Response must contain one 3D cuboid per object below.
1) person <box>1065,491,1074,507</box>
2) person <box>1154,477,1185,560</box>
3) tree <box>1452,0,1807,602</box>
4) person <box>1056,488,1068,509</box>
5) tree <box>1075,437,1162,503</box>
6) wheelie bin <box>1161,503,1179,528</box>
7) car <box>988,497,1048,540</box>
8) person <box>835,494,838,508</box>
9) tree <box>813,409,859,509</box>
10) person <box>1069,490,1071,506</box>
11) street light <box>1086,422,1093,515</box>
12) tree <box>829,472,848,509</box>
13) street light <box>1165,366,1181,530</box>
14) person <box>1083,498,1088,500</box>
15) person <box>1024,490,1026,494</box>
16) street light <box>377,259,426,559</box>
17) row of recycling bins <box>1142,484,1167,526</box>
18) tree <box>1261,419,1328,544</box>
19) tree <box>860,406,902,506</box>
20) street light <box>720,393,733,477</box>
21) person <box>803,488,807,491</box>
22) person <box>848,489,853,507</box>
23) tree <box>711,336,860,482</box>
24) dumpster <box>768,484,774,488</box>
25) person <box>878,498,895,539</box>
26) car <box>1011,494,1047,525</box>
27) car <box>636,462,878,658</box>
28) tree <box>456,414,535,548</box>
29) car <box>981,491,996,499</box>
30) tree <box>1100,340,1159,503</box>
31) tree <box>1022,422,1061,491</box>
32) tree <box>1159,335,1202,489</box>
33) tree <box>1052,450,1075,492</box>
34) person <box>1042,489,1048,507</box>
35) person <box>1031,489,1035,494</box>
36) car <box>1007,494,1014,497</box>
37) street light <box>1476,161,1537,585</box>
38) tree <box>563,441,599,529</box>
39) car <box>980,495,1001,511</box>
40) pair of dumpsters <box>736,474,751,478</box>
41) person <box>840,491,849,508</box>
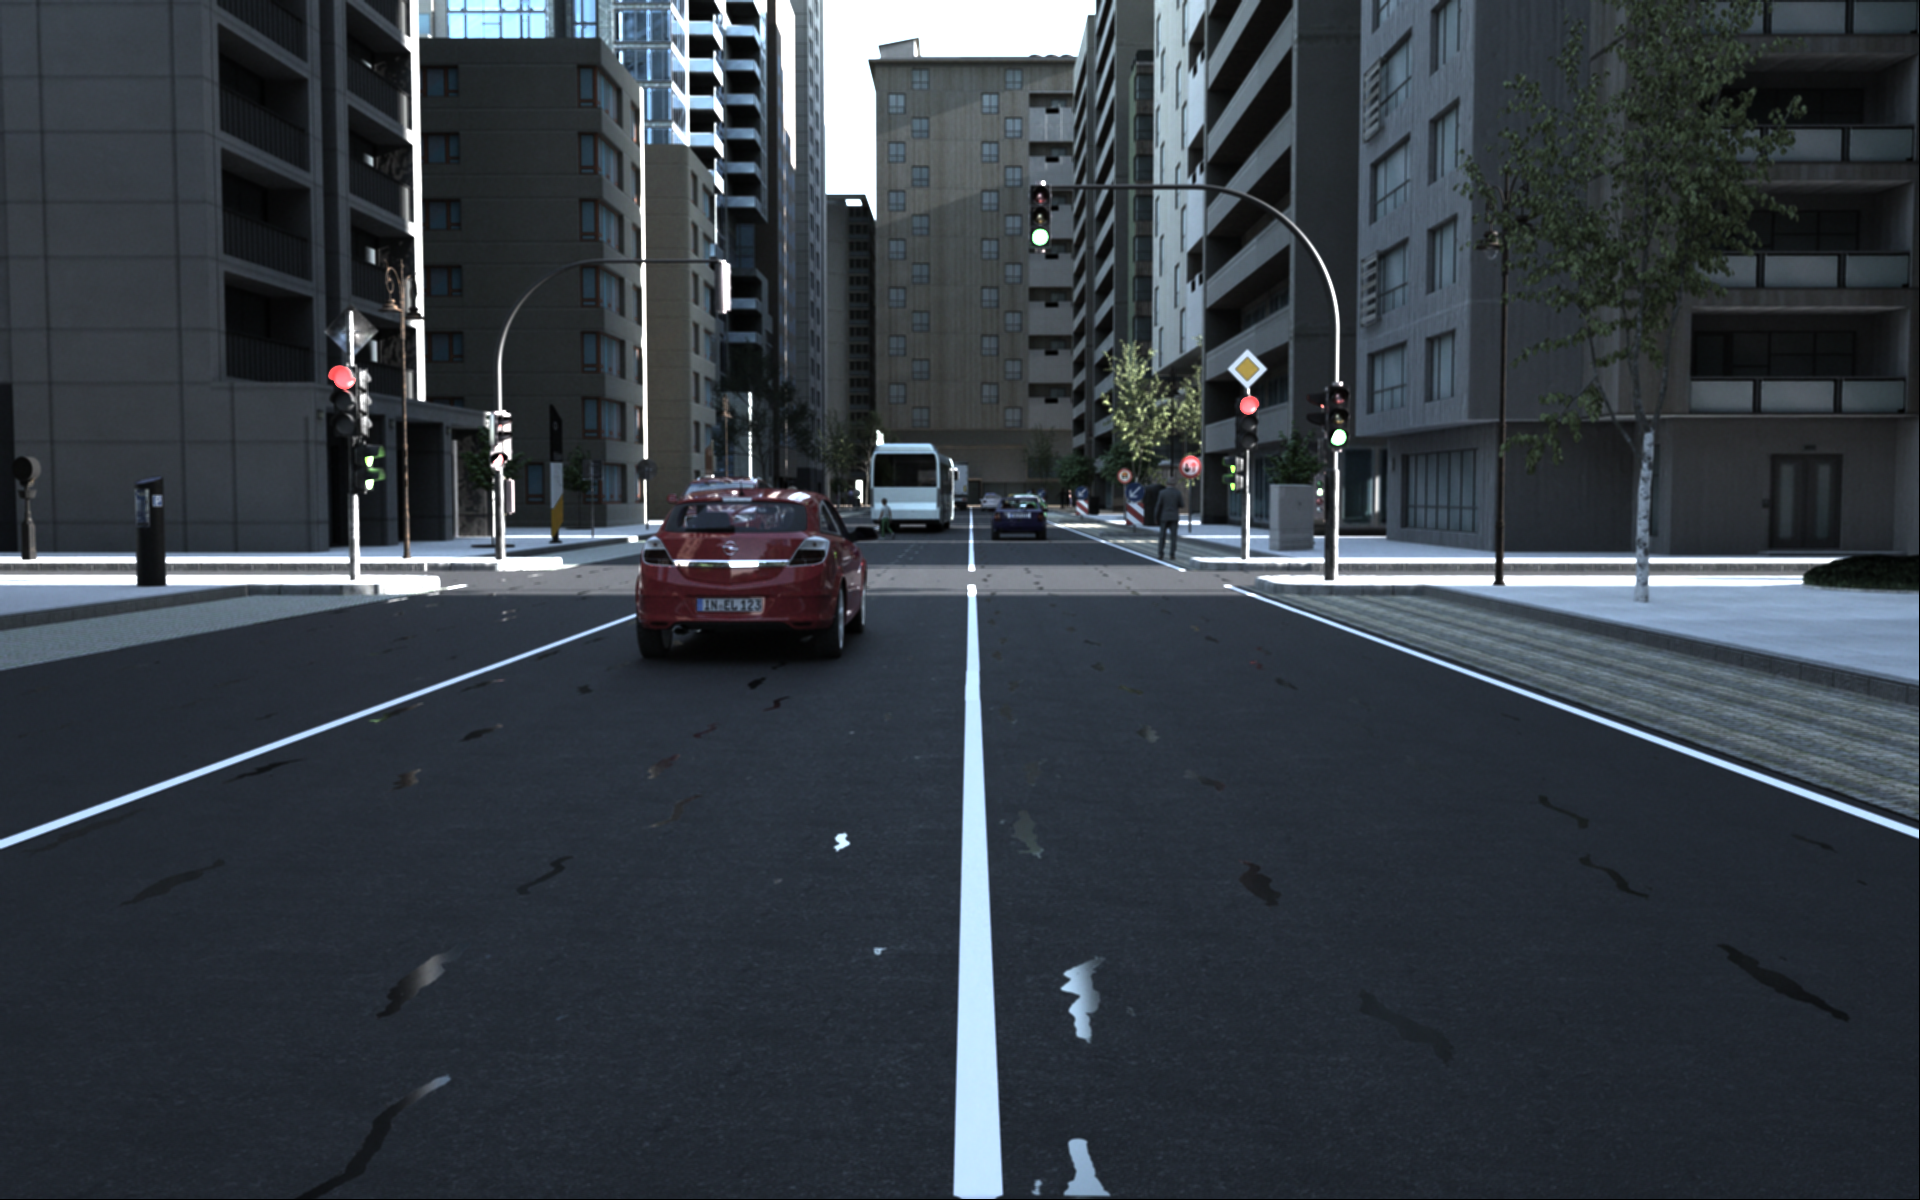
[{"bbox_3d":[10.545,-10.019,169.993,1.348,1.807,0.705,2,4,26],"label":"person"},{"bbox_3d":[4.570,-1.785,37.866,0.661,1.801,0.590,0,4,1],"label":"person"},{"bbox_3d":[8.121,-4.296,20.601,4.737,8.622,4.395,0,3,0],"label":"tree"},{"bbox_3d":[9.060,-9.011,153.400,1.348,1.821,0.705,-3,4,-37],"label":"person"},{"bbox_3d":[8.991,-6.599,91.614,4.285,4.588,4.351,0,3,0],"label":"tree"},{"bbox_3d":[7.929,-3.515,65.379,0.693,1.594,0.980,0,4,1],"label":"wheelie bin"},{"bbox_3d":[1.857,-2.617,55.373,1.945,1.354,3.894,0,4,1],"label":"car"},{"bbox_3d":[-11.133,-9.032,156.945,0.599,1.433,0.991,-2,4,-24],"label":"person"},{"bbox_3d":[-10.436,-12.046,147.322,4.737,8.622,4.395,0,3,0],"label":"tree"},{"bbox_3d":[11.640,-10.842,184.241,0.436,1.711,0.756,-1,4,-17],"label":"person"},{"bbox_3d":[8.117,-8.291,108.348,0.468,5.910,1.993,0,4,0],"label":"street light"},{"bbox_3d":[-10.789,-9.745,153.937,1.663,3.219,1.824,0,3,0],"label":"tree"},{"bbox_3d":[7.656,-5.488,62.519,0.468,5.910,1.993,0,4,0],"label":"street light"},{"bbox_3d":[10.437,-8.520,145.798,0.568,1.767,0.683,2,4,32],"label":"person"},{"bbox_3d":[5.736,-8.698,151.240,1.217,1.766,0.721,3,5,39],"label":"person"},{"bbox_3d":[-10.991,-3.759,34.246,0.468,5.910,1.993,0,4,0],"label":"street light"},{"bbox_3d":[7.869,-3.868,70.354,1.069,1.692,3.534,0,4,3],"label":"row of recycling bins"},{"bbox_3d":[8.602,-3.064,44.697,1.663,3.219,1.824,0,3,0],"label":"tree"},{"bbox_3d":[-9.716,-15.262,183.940,7.601,10.594,8.767,1,4,10],"label":"tree"},{"bbox_3d":[-10.729,-6.527,79.511,0.468,5.910,1.993,0,4,0],"label":"street light"},{"bbox_3d":[-11.437,-7.431,128.202,0.551,1.740,0.621,0,4,2],"label":"person"},{"bbox_3d":[-10.948,-10.276,173.916,0.709,1.838,0.599,0,4,-5],"label":"person"},{"bbox_3d":[-11.678,-10.275,102.406,7.601,10.594,8.767,2,4,30],"label":"tree"},{"bbox_3d":[-10.570,-5.317,92.697,1.264,1.857,1.865,0,4,1],"label":"dumpster"},{"bbox_3d":[-2.321,-2.565,54.687,0.590,1.304,0.306,3,4,38],"label":"person"},{"bbox_3d":[2.962,-4.109,78.984,2.131,1.459,4.920,0,4,-1],"label":"car"},{"bbox_3d":[-1.895,-0.465,16.649,2.155,1.783,4.494,0,4,1],"label":"car"},{"bbox_3d":[-11.415,-2.892,41.889,1.663,3.219,1.824,0,3,0],"label":"tree"},{"bbox_3d":[3.179,-10.432,180.159,1.945,1.707,3.694,0,4,1],"label":"car"},{"bbox_3d":[8.501,-8.063,82.199,4.737,8.622,4.395,0,3,0],"label":"tree"},{"bbox_3d":[8.437,-13.855,176.896,4.737,8.622,4.395,0,3,0],"label":"tree"},{"bbox_3d":[11.314,-7.739,76.887,4.737,8.622,4.395,0,3,0],"label":"tree"},{"bbox_3d":[8.197,-8.522,123.049,4.285,4.588,4.351,0,3,0],"label":"tree"},{"bbox_3d":[8.432,-10.123,172.112,0.434,1.755,0.990,-2,4,-28],"label":"person"},{"bbox_3d":[5.642,-7.580,132.390,0.705,1.831,1.348,3,5,43],"label":"person"},{"bbox_3d":[3.328,-5.420,98.845,2.015,1.641,3.980,0,4,1],"label":"car"},{"bbox_3d":[7.591,-3.145,24.208,0.468,5.910,1.993,0,4,0],"label":"street light"},{"bbox_3d":[-13.795,-4.199,63.249,1.663,3.219,1.824,0,3,0],"label":"tree"},{"bbox_3d":[2.691,-8.120,145.120,2.083,1.381,4.827,0,4,-1],"label":"car"},{"bbox_3d":[-10.756,-4.945,83.342,1.574,2.255,4.437,0,4,0],"label":"pair of dumpsters"},{"bbox_3d":[-11.083,-9.662,164.025,1.348,1.824,0.705,1,4,22],"label":"person"}]
